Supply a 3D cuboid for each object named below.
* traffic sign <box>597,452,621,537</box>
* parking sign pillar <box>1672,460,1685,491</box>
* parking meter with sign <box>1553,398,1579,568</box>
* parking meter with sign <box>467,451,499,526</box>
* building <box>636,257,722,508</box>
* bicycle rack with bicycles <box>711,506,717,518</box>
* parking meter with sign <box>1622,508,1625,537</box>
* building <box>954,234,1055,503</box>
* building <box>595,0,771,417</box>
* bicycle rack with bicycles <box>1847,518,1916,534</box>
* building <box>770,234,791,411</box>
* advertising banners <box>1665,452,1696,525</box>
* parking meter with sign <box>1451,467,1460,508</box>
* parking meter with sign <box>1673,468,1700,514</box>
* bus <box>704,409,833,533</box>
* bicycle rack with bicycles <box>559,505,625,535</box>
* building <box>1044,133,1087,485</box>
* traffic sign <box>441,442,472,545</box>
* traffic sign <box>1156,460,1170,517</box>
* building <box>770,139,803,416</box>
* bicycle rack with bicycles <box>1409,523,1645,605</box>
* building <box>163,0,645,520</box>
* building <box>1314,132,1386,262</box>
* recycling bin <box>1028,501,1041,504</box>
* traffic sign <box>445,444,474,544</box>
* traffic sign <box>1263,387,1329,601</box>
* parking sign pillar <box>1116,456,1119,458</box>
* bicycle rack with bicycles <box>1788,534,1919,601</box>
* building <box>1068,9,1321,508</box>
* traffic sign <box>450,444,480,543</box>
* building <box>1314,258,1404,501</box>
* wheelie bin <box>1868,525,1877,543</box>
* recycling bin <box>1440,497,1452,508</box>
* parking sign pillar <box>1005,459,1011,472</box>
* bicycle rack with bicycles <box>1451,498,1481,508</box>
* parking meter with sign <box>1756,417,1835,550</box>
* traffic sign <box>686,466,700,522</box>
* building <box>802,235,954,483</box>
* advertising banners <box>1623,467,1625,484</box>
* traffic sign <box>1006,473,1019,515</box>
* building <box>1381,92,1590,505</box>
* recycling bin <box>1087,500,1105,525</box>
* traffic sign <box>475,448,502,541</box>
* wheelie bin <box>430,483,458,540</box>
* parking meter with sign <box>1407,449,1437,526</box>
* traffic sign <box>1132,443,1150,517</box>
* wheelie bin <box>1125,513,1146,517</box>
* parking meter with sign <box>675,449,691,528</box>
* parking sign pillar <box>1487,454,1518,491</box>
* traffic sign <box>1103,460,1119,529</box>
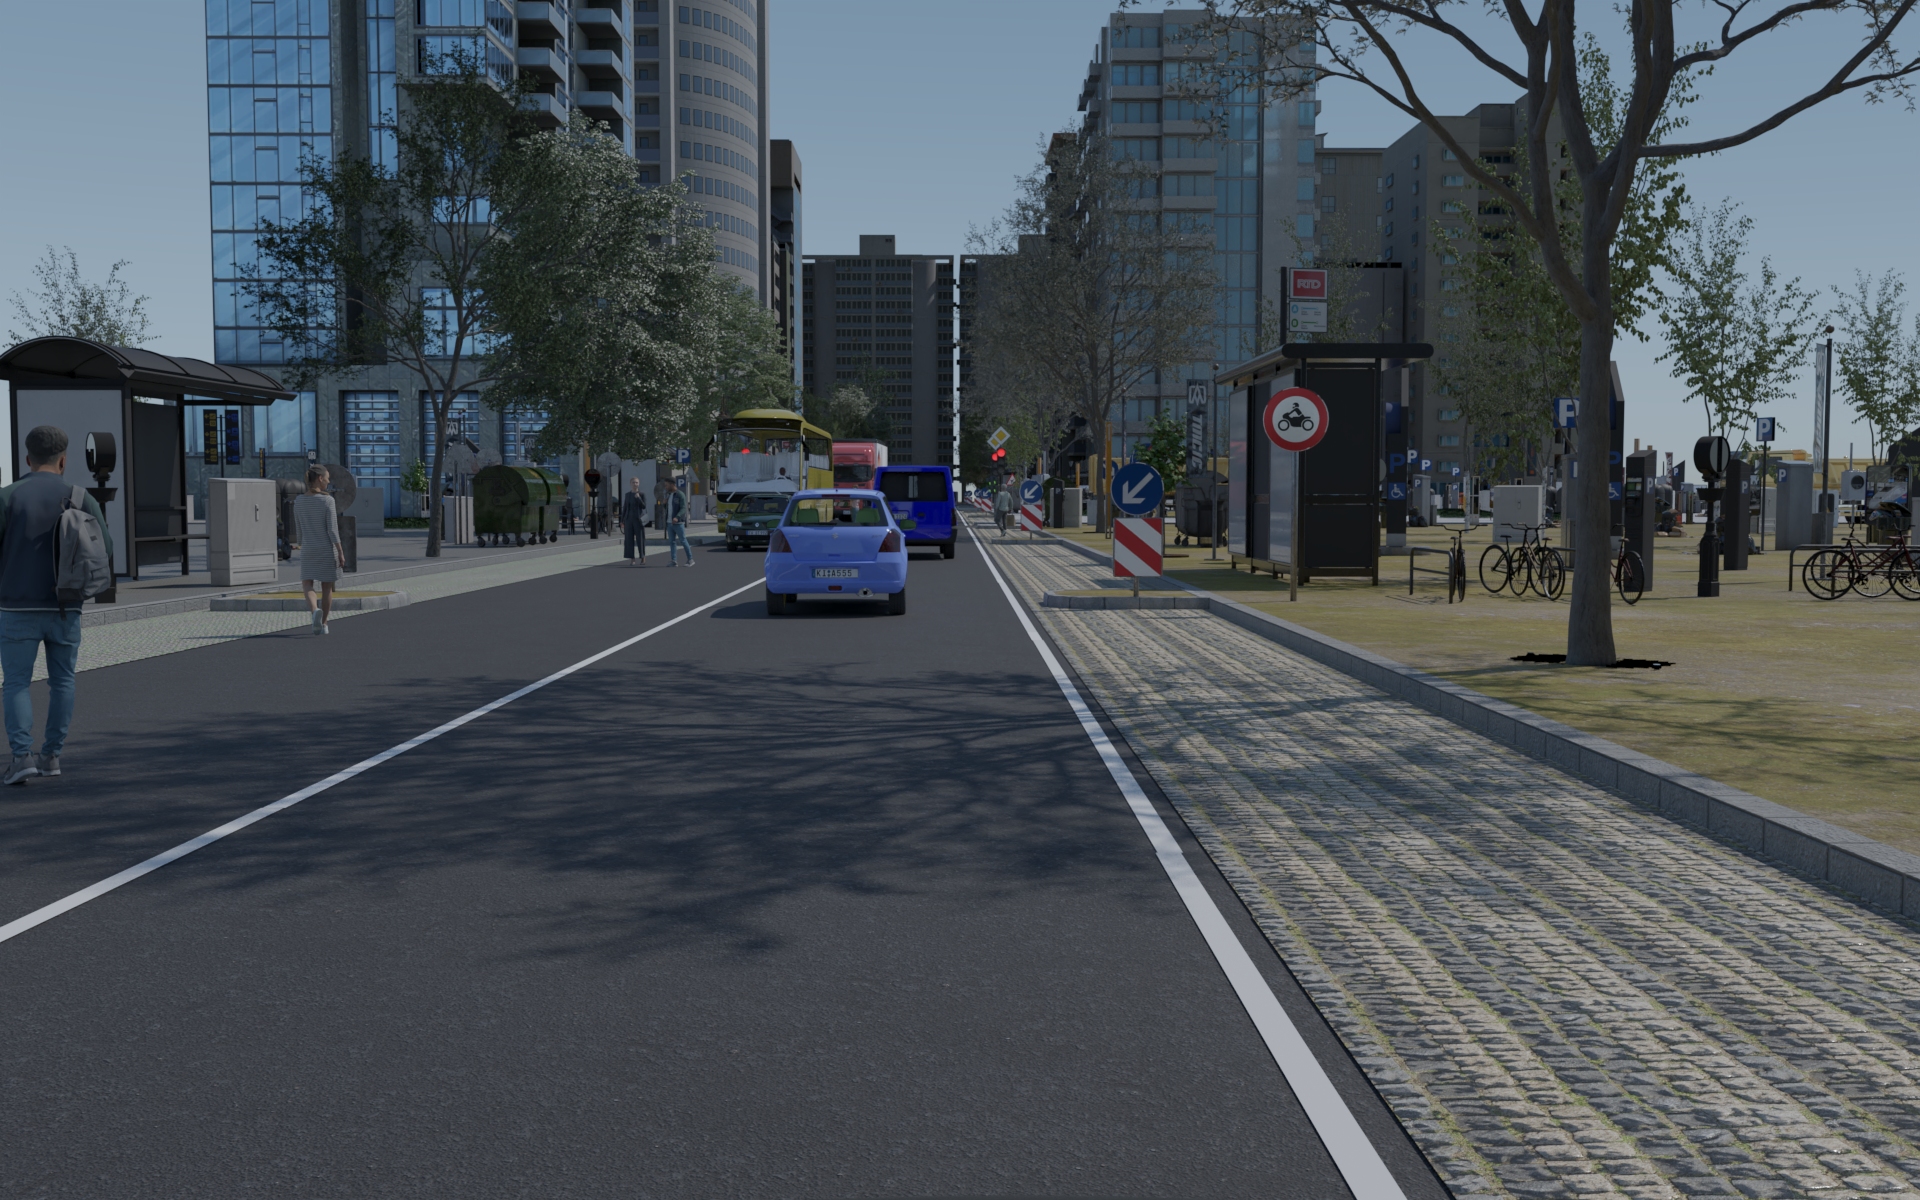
[{"bbox_3d":[-10.589,-3.188,52.237,0.768,2.556,0.104,0,4,8],"label":"traffic sign"},{"bbox_3d":[56.144,-9.019,135.934,1.447,3.967,1.447,0,4,5],"label":"parking sign pillar"},{"bbox_3d":[10.858,-2.098,30.560,0.543,3.016,1.738,1,4,11],"label":"parking meter with sign"},{"bbox_3d":[-19.602,-4.518,70.134,1.738,3.016,0.543,-2,4,-31],"label":"parking meter with sign"},{"bbox_3d":[-34.891,-18.030,139.823,27.650,21.520,28.899,0,4,0],"label":"building"},{"bbox_3d":[-11.782,-4.801,91.877,2.925,0.926,2.852,0,4,0],"label":"bicycle rack with bicycles"},{"bbox_3d":[19.053,-3.414,52.081,1.738,3.016,0.543,1,4,15],"label":"parking meter with sign"},{"bbox_3d":[11.481,-34.862,261.868,23.993,40.220,32.217,0,4,0],"label":"building"},{"bbox_3d":[-30.395,-38.335,168.781,21.231,58.520,28.212,0,4,0],"label":"building"},{"bbox_3d":[33.413,-2.952,61.654,2.852,0.926,2.925,3,5,39],"label":"bicycle rack with bicycles"},{"bbox_3d":[-26.247,-25.632,190.790,14.160,30.474,14.107,0,4,0],"label":"building"},{"bbox_3d":[30.089,-4.663,72.423,2.074,3.025,0.090,-2,4,-32],"label":"advertising banners"},{"bbox_3d":[32.114,-7.102,112.378,0.543,3.016,1.738,1,4,19],"label":"parking meter with sign"},{"bbox_3d":[47.938,-7.210,114.151,1.738,3.016,0.543,-1,4,-12],"label":"parking meter with sign"},{"bbox_3d":[-5.617,-3.803,53.730,2.896,3.916,12.252,0,4,0],"label":"bus"},{"bbox_3d":[-11.719,-2.560,55.238,2.852,0.926,2.925,-2,4,-25],"label":"bicycle rack with bicycles"},{"bbox_3d":[21.386,-33.809,207.402,22.147,44.769,28.867,0,4,0],"label":"building"},{"bbox_3d":[-12.592,-2.641,43.186,0.884,2.594,0.081,0,4,4],"label":"traffic sign"},{"bbox_3d":[4.226,-2.261,36.971,0.884,2.594,0.081,0,4,1],"label":"traffic sign"},{"bbox_3d":[-27.200,-34.530,214.683,14.200,45.320,14.600,0,4,0],"label":"building"},{"bbox_3d":[6.749,-0.482,21.256,2.852,0.926,2.925,0,4,1],"label":"bicycle rack with bicycles"},{"bbox_3d":[-30.414,-48.154,99.993,22.319,86.520,31.000,0,4,0],"label":"building"},{"bbox_3d":[60.128,-41.062,260.600,27.495,52.752,28.713,0,4,0],"label":"building"},{"bbox_3d":[3.757,-4.492,86.001,0.722,1.027,0.722,0,4,-4],"label":"recycling bin"},{"bbox_3d":[-12.847,-2.714,44.478,0.768,2.556,0.104,0,4,5],"label":"traffic sign"},{"bbox_3d":[3.995,-1.258,20.669,0.768,2.556,0.104,0,4,8],"label":"traffic sign"},{"bbox_3d":[11.590,-8.167,121.999,1.447,3.967,1.447,1,4,17],"label":"parking sign pillar"},{"bbox_3d":[11.802,-0.506,21.653,2.925,0.926,2.852,1,4,11],"label":"bicycle rack with bicycles"},{"bbox_3d":[23.559,-34.092,177.012,23.786,49.044,30.456,0,4,0],"label":"building"},{"bbox_3d":[-12.870,-2.763,45.171,0.884,2.594,0.081,0,4,5],"label":"traffic sign"},{"bbox_3d":[46.497,-27.184,216.163,14.107,30.474,14.160,0,4,0],"label":"building"},{"bbox_3d":[24.442,-2.325,45.919,0.693,1.594,0.980,1,4,8],"label":"wheelie bin"},{"bbox_3d":[42.252,-8.438,150.523,0.722,1.027,0.722,-3,4,-36],"label":"recycling bin"},{"bbox_3d":[3.700,-8.838,132.976,1.447,3.967,1.447,0,4,2],"label":"parking sign pillar"},{"bbox_3d":[42.625,-8.238,148.070,2.852,0.926,2.925,3,4,38],"label":"bicycle rack with bicycles"},{"bbox_3d":[19.092,-2.647,39.545,1.738,3.016,0.543,-1,4,-12],"label":"parking meter with sign"},{"bbox_3d":[-12.354,-4.855,79.377,0.884,2.594,0.081,1,4,8],"label":"traffic sign"},{"bbox_3d":[-12.515,-34.886,262.265,23.993,40.220,32.217,0,4,0],"label":"building"},{"bbox_3d":[43.336,-7.053,111.498,2.074,3.025,0.090,1,4,14],"label":"advertising banners"},{"bbox_3d":[3.244,-6.562,107.298,0.884,2.594,0.081,0,4,2],"label":"traffic sign"},{"bbox_3d":[64.571,-35.987,212.083,21.600,48.544,21.300,0,4,0],"label":"building"},{"bbox_3d":[5.702,-3.575,71.010,0.722,1.027,0.722,-3,5,-45],"label":"recycling bin"},{"bbox_3d":[-12.923,-2.896,47.460,0.768,2.556,0.104,0,4,5],"label":"traffic sign"},{"bbox_3d":[-14.340,-2.467,48.238,0.693,1.594,0.980,-3,4,-36],"label":"wheelie bin"},{"bbox_3d":[18.255,-4.411,68.374,0.543,3.016,1.738,3,5,43],"label":"parking meter with sign"},{"bbox_3d":[4.677,-2.638,43.240,0.768,2.556,0.104,0,4,7],"label":"traffic sign"},{"bbox_3d":[6.057,-3.162,59.600,0.693,1.594,0.980,-3,4,-38],"label":"wheelie bin"},{"bbox_3d":[-10.650,-4.279,66.222,0.543,3.016,1.738,0,4,-3],"label":"parking meter with sign"},{"bbox_3d":[36.522,-7.847,116.763,1.447,3.967,1.447,3,4,36],"label":"parking sign pillar"},{"bbox_3d":[5.460,-3.889,63.691,0.768,2.556,0.104,0,4,7],"label":"traffic sign"}]
